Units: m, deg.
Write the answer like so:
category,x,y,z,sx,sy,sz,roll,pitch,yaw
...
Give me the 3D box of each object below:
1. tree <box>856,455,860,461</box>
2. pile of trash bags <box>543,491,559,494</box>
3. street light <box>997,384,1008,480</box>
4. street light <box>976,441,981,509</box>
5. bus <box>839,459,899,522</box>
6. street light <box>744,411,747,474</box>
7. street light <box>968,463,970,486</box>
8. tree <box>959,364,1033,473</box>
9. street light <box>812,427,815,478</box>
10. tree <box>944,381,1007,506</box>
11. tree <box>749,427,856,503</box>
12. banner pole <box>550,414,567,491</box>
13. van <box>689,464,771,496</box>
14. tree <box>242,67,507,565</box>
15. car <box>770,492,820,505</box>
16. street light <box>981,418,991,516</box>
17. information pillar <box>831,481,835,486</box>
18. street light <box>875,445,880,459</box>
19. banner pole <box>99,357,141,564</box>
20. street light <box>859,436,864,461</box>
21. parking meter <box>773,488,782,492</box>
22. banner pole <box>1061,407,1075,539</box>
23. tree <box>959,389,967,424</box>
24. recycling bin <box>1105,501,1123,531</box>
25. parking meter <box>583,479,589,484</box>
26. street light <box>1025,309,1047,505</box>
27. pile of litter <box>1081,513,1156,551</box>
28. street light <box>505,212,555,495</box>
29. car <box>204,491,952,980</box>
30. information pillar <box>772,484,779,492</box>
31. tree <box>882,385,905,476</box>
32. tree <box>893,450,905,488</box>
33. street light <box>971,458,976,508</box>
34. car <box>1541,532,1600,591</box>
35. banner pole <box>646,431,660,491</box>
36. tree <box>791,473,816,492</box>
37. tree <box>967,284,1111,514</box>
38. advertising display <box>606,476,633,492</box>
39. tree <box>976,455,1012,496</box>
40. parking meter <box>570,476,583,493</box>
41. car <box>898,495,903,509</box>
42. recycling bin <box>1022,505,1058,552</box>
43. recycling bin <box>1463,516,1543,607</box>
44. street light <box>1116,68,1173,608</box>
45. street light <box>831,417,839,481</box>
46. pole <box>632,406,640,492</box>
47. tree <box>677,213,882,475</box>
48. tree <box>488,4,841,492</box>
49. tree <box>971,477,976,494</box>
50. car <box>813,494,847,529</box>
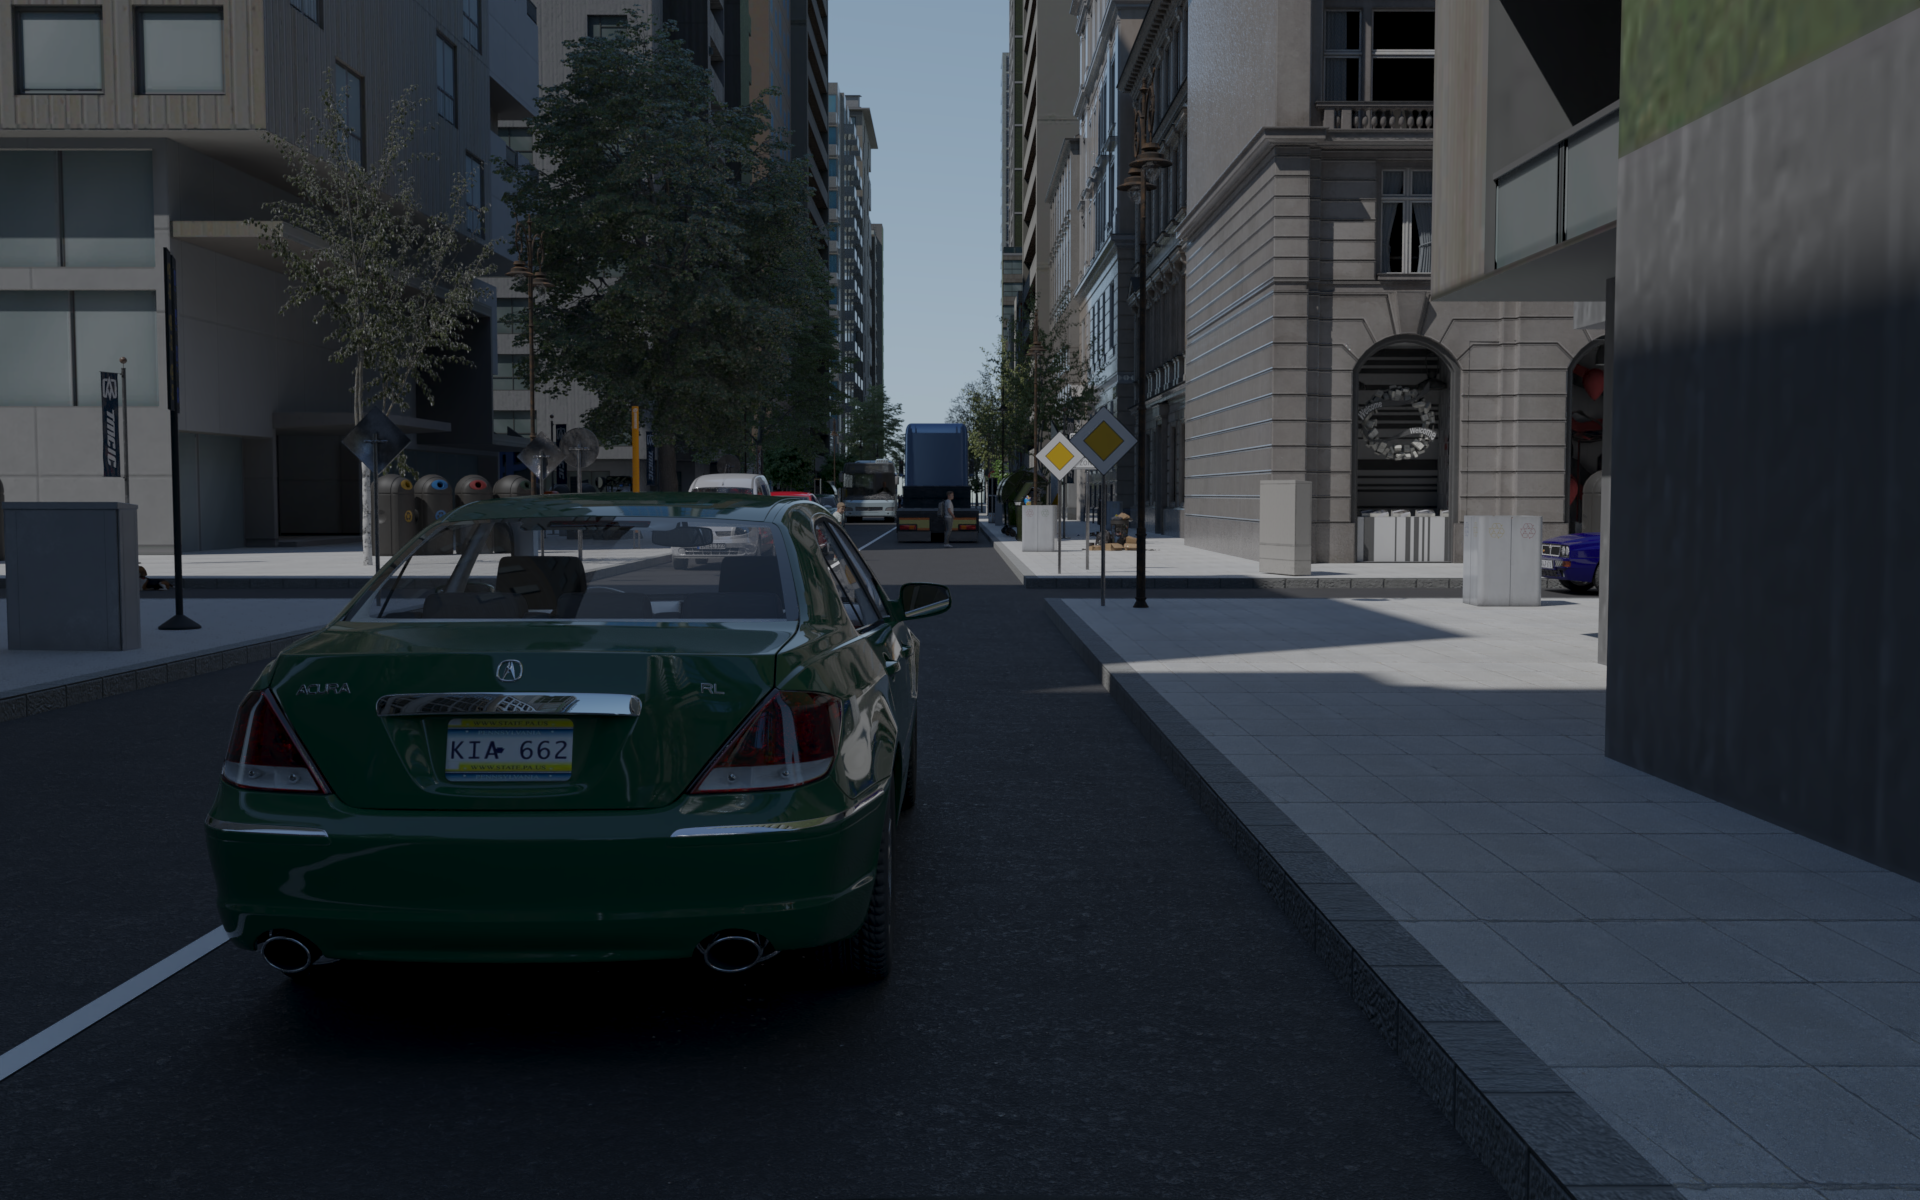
category,x,y,z,sx,sy,sz,roll,pitch,yaw
tree,-8.031,-8.159,117.107,4.285,4.588,4.351,0,3,0
pile of trash bags,-10.765,-2.452,49.844,3.447,1.369,1.912,2,4,32
street light,1.805,-6.119,72.836,0.468,5.910,1.993,0,4,0
street light,1.530,-9.035,120.514,0.468,5.910,1.993,0,4,0
bus,-4.607,-5.854,90.573,2.948,3.499,13.247,0,4,-2
street light,-7.272,-5.252,58.660,0.468,5.910,1.993,0,4,0
street light,1.272,-12.619,179.100,0.468,5.910,1.993,0,4,0
tree,2.065,-9.062,98.524,4.360,8.622,3.978,0,3,0
street light,-7.442,-7.084,88.610,0.468,5.910,1.993,0,4,0
tree,1.721,-16.940,187.344,12.009,13.543,11.850,0,3,0
tree,-7.875,-5.775,78.129,4.285,4.588,4.351,0,3,0
banner pole,-12.636,-3.940,54.433,0.863,3.779,0.401,2,4,32
van,-4.625,-1.664,34.211,2.013,2.044,4.112,0,4,0
tree,-10.422,-4.929,30.958,4.360,8.622,3.978,0,3,0
car,-3.983,-1.833,39.018,2.155,1.783,4.494,0,4,1
street light,1.661,-7.911,102.128,0.468,5.910,1.993,0,4,0
information pillar,-7.228,-5.660,97.028,0.304,2.012,0.304,3,4,38
street light,-7.804,-11.687,163.876,0.468,5.910,1.993,0,4,0
banner pole,-15.298,-2.535,31.457,0.401,3.779,0.863,1,4,11
street light,-7.656,-9.866,134.097,0.468,5.910,1.993,0,4,0
parking meter,-7.772,-3.999,73.797,0.372,1.533,0.369,0,3,0
banner pole,3.119,-3.671,50.043,0.401,3.779,0.863,2,4,30
tree,2.391,-7.870,79.035,4.737,8.622,4.395,0,3,0
recycling bin,5.311,-2.952,60.815,0.722,1.027,0.722,1,4,13
parking meter,-14.514,-3.733,66.749,0.399,1.863,0.255,-1,4,-16
street light,1.898,-4.325,43.495,0.468,5.910,1.993,0,4,0
pile of litter,3.668,-1.557,39.428,1.719,0.858,1.176,1,4,23
street light,-7.106,-3.424,28.771,0.468,5.910,1.993,0,4,0
car,-1.098,0.322,6.540,2.131,1.459,4.920,0,3,0
information pillar,-9.628,-5.258,90.463,0.304,2.012,0.304,0,4,4
tree,-8.776,-15.916,178.355,7.486,12.596,7.792,0,3,0
tree,-8.251,-18.791,257.598,4.737,8.622,4.395,0,3,0
street light,1.373,-10.827,149.807,0.468,5.910,1.993,0,4,0
car,10.378,-0.758,24.975,3.894,1.354,1.945,0,3,0
banner pole,-10.774,-4.340,60.980,0.401,3.779,0.863,2,4,32
tree,-7.853,-5.596,86.098,1.663,3.219,1.824,0,3,0
tree,3.172,-6.807,61.654,4.737,8.622,4.395,0,3,0
advertising display,-11.987,-3.411,60.981,0.974,1.923,0.123,1,4,15
tree,1.950,-5.488,84.333,1.663,3.219,1.824,0,3,0
parking meter,-12.742,-3.158,57.345,0.255,1.863,0.399,0,4,-1
car,-5.205,-9.663,169.996,2.014,1.417,4.499,0,4,0
recycling bin,1.788,-1.600,38.716,0.722,1.027,0.722,1,4,10
recycling bin,6.272,-0.458,20.042,0.722,1.027,0.722,0,4,1
street light,2.043,-2.851,19.400,0.468,5.910,1.993,0,4,0
street light,-7.560,-8.055,104.487,0.468,5.910,1.993,0,4,0
pole,-7.544,-2.843,40.330,0.158,3.312,0.155,0,3,0
tree,-7.727,-9.271,69.711,7.486,12.596,7.792,0,3,0
tree,-7.754,-8.519,45.935,9.857,13.997,8.962,0,3,0
tree,1.307,-9.194,144.928,1.663,3.219,1.824,0,3,0
car,-5.016,-2.996,60.784,2.131,1.459,4.920,0,4,-1
